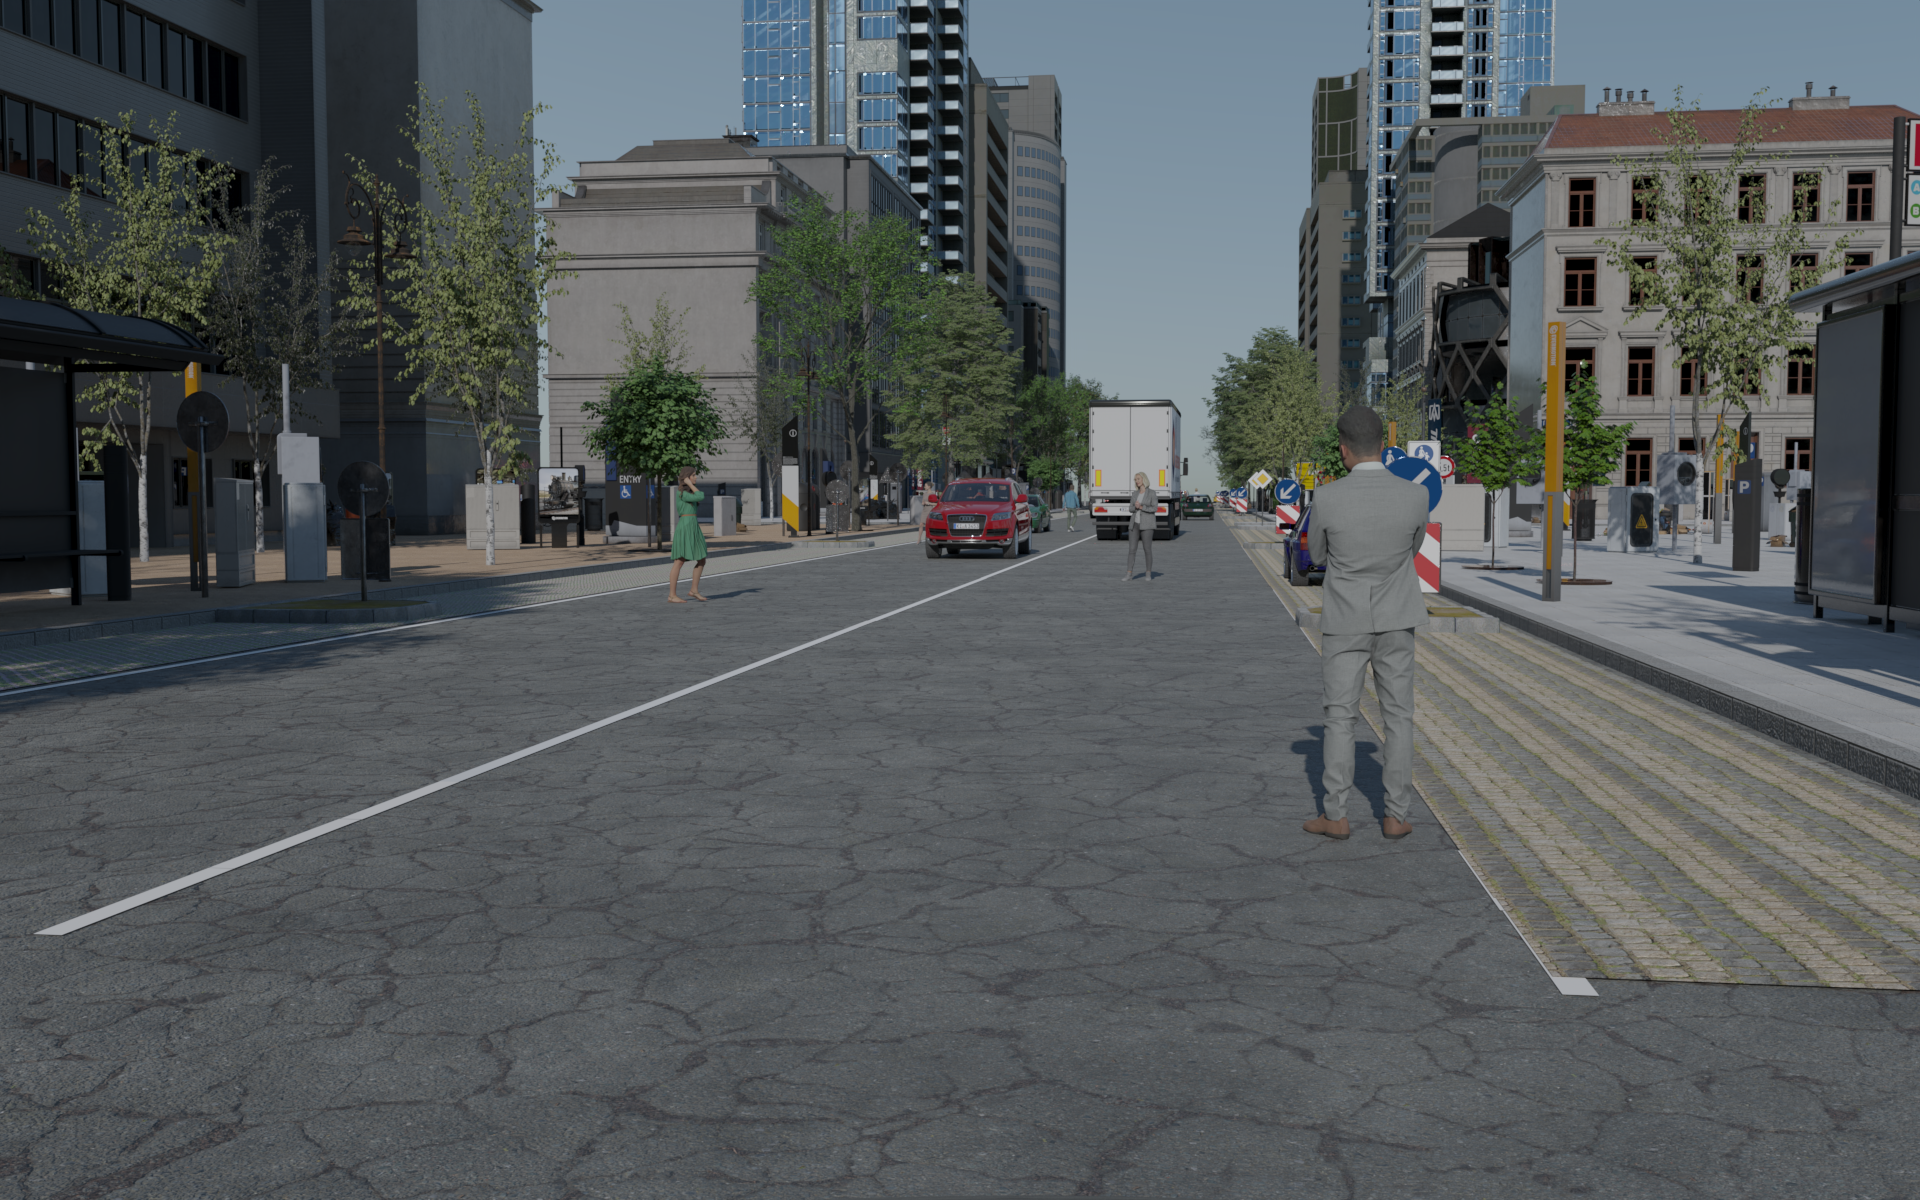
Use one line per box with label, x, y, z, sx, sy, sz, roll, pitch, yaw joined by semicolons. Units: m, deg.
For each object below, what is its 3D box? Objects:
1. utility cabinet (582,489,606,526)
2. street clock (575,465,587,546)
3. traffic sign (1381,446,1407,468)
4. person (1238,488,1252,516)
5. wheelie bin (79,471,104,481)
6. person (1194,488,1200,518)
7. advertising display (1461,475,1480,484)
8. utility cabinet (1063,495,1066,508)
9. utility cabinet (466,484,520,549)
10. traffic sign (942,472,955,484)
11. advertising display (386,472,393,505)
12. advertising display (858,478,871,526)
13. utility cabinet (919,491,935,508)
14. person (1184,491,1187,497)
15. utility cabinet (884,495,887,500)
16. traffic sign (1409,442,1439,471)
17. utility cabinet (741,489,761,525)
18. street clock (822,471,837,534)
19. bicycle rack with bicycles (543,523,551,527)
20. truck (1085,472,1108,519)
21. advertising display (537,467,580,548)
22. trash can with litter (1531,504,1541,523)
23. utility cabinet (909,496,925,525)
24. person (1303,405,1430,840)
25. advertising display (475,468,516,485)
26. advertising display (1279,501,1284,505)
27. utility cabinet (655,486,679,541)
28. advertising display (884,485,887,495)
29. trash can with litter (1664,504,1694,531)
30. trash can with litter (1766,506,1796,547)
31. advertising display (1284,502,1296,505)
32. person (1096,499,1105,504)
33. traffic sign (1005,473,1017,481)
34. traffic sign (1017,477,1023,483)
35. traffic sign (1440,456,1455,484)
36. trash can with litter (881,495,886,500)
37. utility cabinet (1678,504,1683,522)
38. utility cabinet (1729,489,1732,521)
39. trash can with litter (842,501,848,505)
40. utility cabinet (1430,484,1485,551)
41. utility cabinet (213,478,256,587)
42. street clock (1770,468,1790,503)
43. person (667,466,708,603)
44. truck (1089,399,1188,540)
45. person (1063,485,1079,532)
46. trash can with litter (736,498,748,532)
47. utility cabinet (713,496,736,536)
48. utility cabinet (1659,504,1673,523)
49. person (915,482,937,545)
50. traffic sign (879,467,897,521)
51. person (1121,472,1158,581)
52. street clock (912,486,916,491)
utility cabinet;-14.523;-3.719;69.481;1.173;1.500;0.318;-1;4;-21
street clock;-9.436;-2.353;43.040;0.358;2.002;0.471;0;4;-5
traffic sign;11.610;-2.835;46.455;0.768;2.556;0.104;1;4;14
person;17.585;-5.996;106.647;0.853;1.813;0.709;0;4;-2
wheelie bin;-12.221;-0.998;24.225;0.980;1.594;0.693;-2;4;-26
person;14.441;-5.921;105.526;0.478;1.798;0.641;0;4;-7
advertising display;16.749;-3.155;56.806;0.123;1.923;0.974;-1;4;-16
utility cabinet;8.903;-8.755;154.305;1.020;1.237;0.306;0;4;-3
utility cabinet;-10.739;-1.904;39.810;1.173;1.500;0.318;-1;4;-17
traffic sign;-0.659;-6.014;98.436;0.768;2.556;0.104;1;4;12
advertising display;-16.724;-2.719;49.664;0.123;1.923;0.974;3;5;42
advertising display;-3.960;-4.010;70.784;0.123;1.923;0.974;-3;4;-37
utility cabinet;-2.162;-6.137;109.020;1.173;1.500;0.318;-1;4;-10
person;22.157;-9.885;170.671;0.434;1.755;0.990;-1;4;-14
utility cabinet;-4.945;-6.409;115.947;0.306;1.237;1.020;0;4;-1
traffic sign;8.951;-1.917;33.480;0.606;2.300;0.079;1;4;12
utility cabinet;-8.503;-3.772;70.359;0.318;1.500;1.173;-2;4;-34
street clock;-4.149;-3.085;55.013;0.358;2.002;0.471;3;5;40
bicycle rack with bicycles;-17.234;-3.375;68.556;2.925;0.926;2.852;1;4;21
truck;9.189;-7.065;104.420;2.839;4.237;11.283;0;4;7
advertising display;-9.512;-2.193;41.069;0.974;1.923;0.123;-1;4;-14
trash can with litter;25.498;-3.943;75.856;1.055;1.170;0.624;-1;4;-15
utility cabinet;-1.664;-3.735;72.234;0.306;1.237;1.020;3;4;39
person;1.708;0.083;7.332;0.511;1.800;0.466;-1;4;-11
advertising display;-11.551;-2.319;43.130;0.974;1.923;0.123;-1;4;-20
advertising display;16.645;-5.190;90.066;0.123;1.923;0.974;1;4;9
utility cabinet;-8.193;-2.327;46.719;1.173;1.500;0.318;1;4;15
advertising display;-5.197;-7.051;120.501;0.123;1.923;0.974;0;4;-6
trash can with litter;25.422;-3.046;60.867;2.233;1.210;1.678;0;4;-7
trash can with litter;20.009;-1.856;41.732;1.055;1.170;0.624;3;5;41
advertising display;17.439;-5.270;91.375;0.974;1.923;0.123;-2;4;-28
person;5.629;-3.769;69.998;0.514;1.842;0.818;2;4;35
traffic sign;3.075;-6.455;105.640;0.768;2.556;0.104;1;4;14
traffic sign;4.337;-7.895;129.186;0.768;2.556;0.104;1;4;12
traffic sign;16.057;-3.516;57.593;0.768;2.556;0.104;1;4;17
trash can with litter;-7.758;-8.384;148.143;2.233;1.210;1.678;-3;4;-37
utility cabinet;33.288;-4.272;81.010;1.020;1.237;0.306;-1;4;-10
utility cabinet;36.521;-4.444;81.339;0.318;1.500;1.173;3;5;43
trash can with litter;-6.983;-5.410;99.843;1.055;1.170;0.624;3;4;37
utility cabinet;11.162;-1.848;38.891;1.173;1.500;0.318;1;4;18
utility cabinet;-10.062;-0.941;24.072;0.318;1.500;1.173;-1;4;-12
street clock;23.229;-2.723;49.096;0.471;2.002;0.358;0;4;-1
person;-3.609;-0.866;22.903;0.529;1.795;0.600;0;4;-5
truck;5.936;-4.160;56.926;2.839;4.237;11.283;1;4;9
person;4.175;-3.441;65.106;0.601;1.785;0.444;2;4;27
trash can with litter;-7.518;-2.902;58.828;0.624;1.170;1.055;-2;4;-33
utility cabinet;-7.227;-2.578;53.314;0.306;1.237;1.020;1;4;18
utility cabinet;30.666;-4.058;75.035;0.318;1.500;1.173;3;5;44
person;-0.946;-2.426;48.504;0.599;1.781;0.374;2;4;34
traffic sign;-3.420;-5.011;81.936;0.884;2.594;0.081;1;4;11
person;2.997;-1.217;28.578;0.537;1.800;0.526;3;5;42
street clock;-4.054;-9.138;153.984;0.358;2.002;0.471;-1;4;-19
